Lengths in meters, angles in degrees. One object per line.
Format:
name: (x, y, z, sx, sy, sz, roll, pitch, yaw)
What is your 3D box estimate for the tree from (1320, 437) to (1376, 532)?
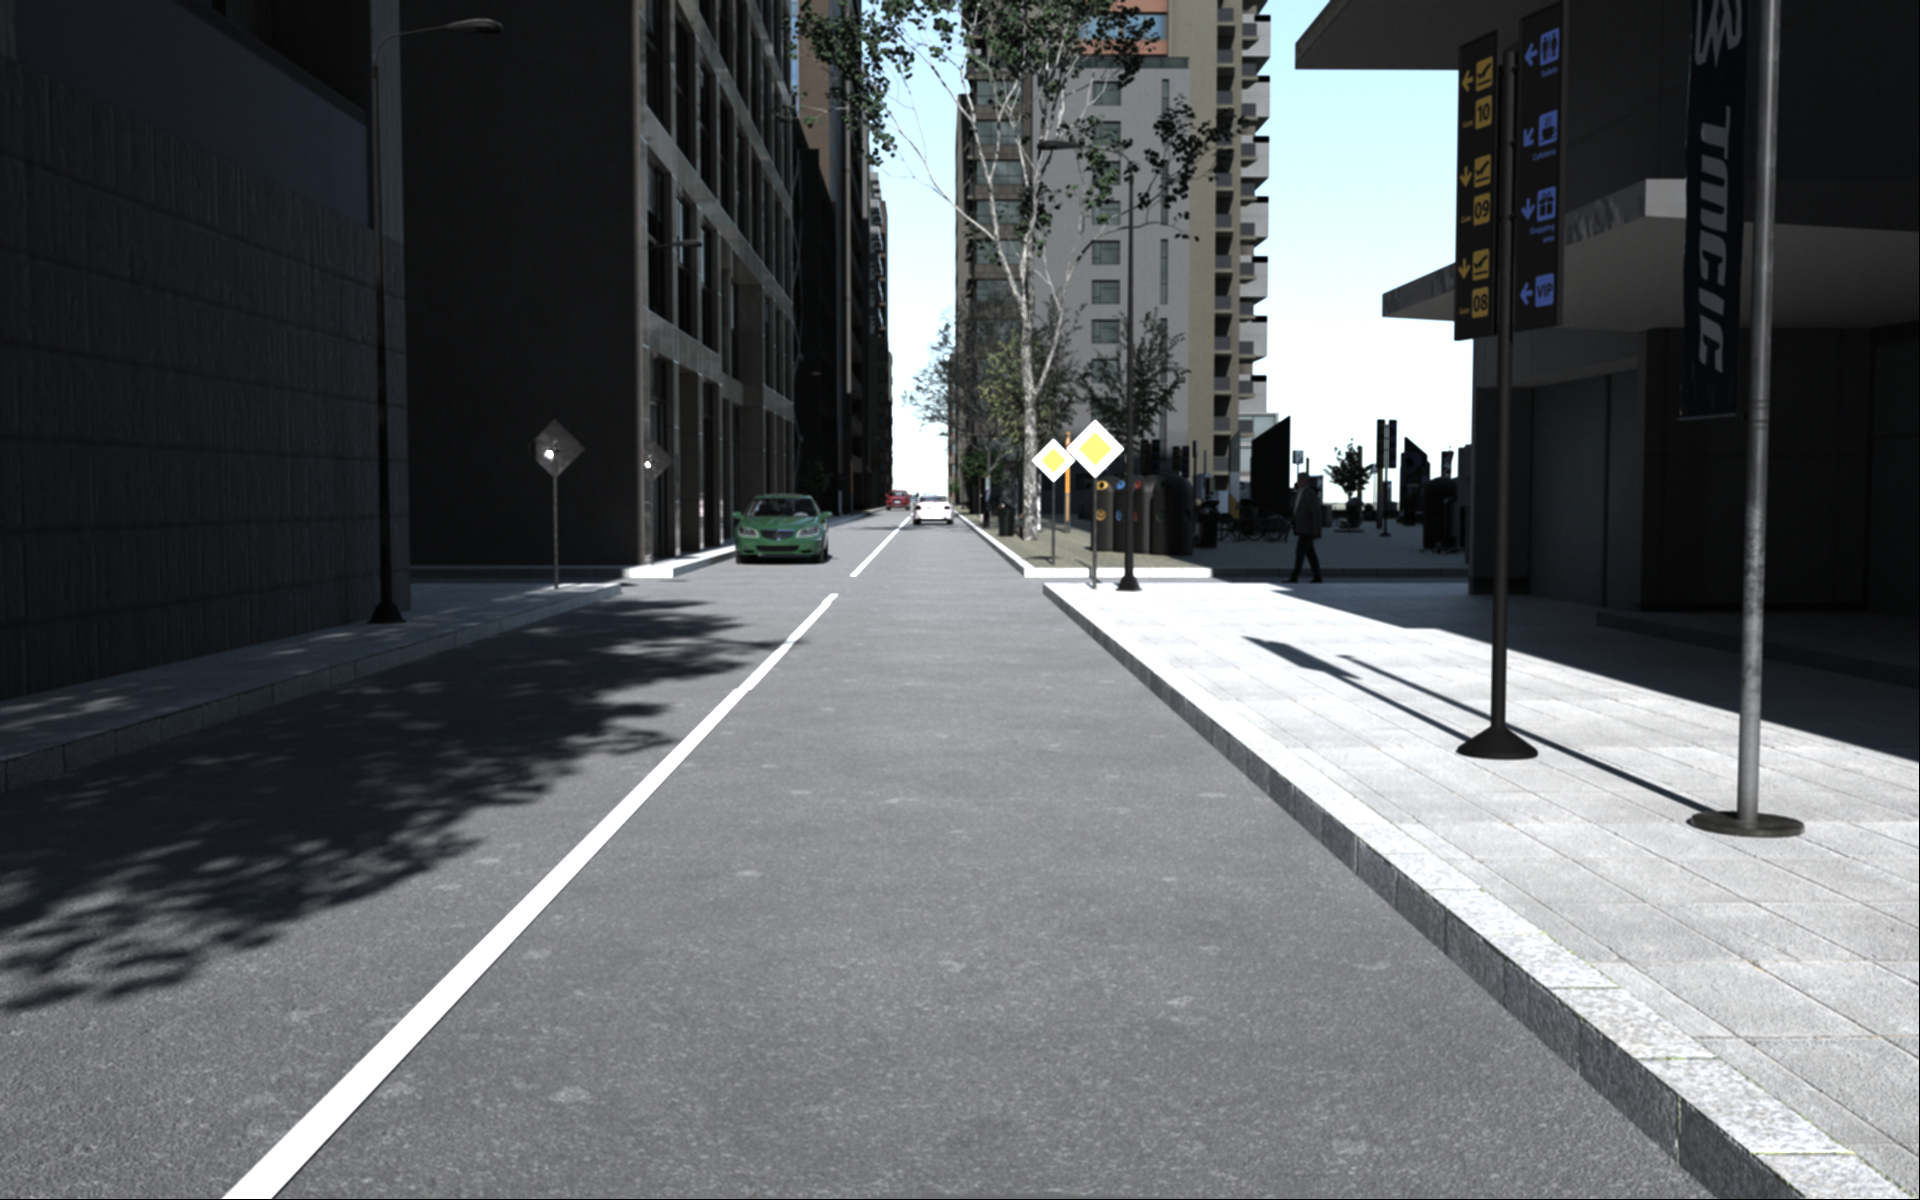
tree: (13.284, -3.911, 58.544, 1.663, 3.219, 1.824, 0, 3, 0)

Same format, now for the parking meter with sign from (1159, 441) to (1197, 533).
parking meter with sign: (6.888, -3.709, 56.904, 1.738, 3.016, 0.543, 1, 4, 14)

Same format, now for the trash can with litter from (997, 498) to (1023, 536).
trash can with litter: (1.650, -2.521, 52.611, 1.055, 1.170, 0.624, 1, 4, 8)

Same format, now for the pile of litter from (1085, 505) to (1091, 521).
pile of litter: (6.678, -4.234, 83.198, 1.176, 0.858, 1.719, -1, 4, -17)

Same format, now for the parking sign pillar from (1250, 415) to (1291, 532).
parking sign pillar: (10.579, -4.320, 59.102, 1.447, 3.967, 1.447, 0, 4, 3)

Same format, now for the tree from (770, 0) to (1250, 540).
tree: (1.186, -11.645, 46.291, 12.611, 20.169, 13.585, 0, 3, 0)

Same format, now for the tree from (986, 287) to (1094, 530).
tree: (2.836, -6.847, 62.315, 4.360, 8.622, 3.978, 0, 3, 0)

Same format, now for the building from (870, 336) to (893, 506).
building: (-22.078, -21.967, 204.206, 27.650, 21.520, 28.899, 0, 4, -1)

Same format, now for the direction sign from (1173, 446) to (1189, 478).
direction sign: (10.462, -5.512, 82.120, 0.876, 3.537, 0.379, 3, 4, 37)

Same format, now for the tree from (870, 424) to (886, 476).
tree: (-9.677, -14.189, 182.344, 4.737, 8.622, 4.395, 0, 3, 0)

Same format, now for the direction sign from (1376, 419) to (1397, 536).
direction sign: (12.935, -3.705, 52.567, 0.876, 3.537, 0.379, -2, 4, -35)

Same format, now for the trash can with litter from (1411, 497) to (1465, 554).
trash can with litter: (10.605, -1.653, 38.083, 1.678, 1.210, 2.233, 2, 4, 26)

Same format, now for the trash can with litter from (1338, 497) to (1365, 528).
trash can with litter: (14.690, -3.282, 65.044, 0.624, 1.170, 1.055, 3, 5, 45)

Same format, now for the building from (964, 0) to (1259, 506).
building: (11.503, -29.649, 139.382, 22.147, 44.769, 28.867, 0, 4, -1)

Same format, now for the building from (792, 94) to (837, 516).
building: (-13.363, -16.230, 95.040, 12.332, 23.373, 15.834, 0, 4, -1)

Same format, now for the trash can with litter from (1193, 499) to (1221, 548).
trash can with litter: (5.777, -1.851, 41.651, 0.624, 1.170, 1.055, -2, 4, -30)

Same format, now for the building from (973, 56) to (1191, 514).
building: (7.853, -21.199, 118.310, 14.160, 30.474, 14.107, 0, 4, -1)

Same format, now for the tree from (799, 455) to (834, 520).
tree: (-6.935, -5.523, 84.907, 1.663, 3.219, 1.824, 0, 3, 0)

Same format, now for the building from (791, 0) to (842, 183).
building: (-15.016, -28.327, 113.253, 14.600, 45.320, 14.200, 0, 4, -1)

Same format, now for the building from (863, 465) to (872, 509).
building: (-18.250, -43.681, 152.443, 20.563, 71.187, 20.611, 0, 4, -1)

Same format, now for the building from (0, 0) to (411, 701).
building: (-19.996, -28.786, 12.653, 28.212, 58.520, 21.231, 0, 4, -1)

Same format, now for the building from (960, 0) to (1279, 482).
building: (14.621, -35.417, 168.307, 28.713, 52.752, 27.495, 0, 4, -1)

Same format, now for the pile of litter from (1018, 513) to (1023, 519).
pile of litter: (3.343, -4.605, 89.255, 1.719, 0.858, 1.176, -2, 4, -34)

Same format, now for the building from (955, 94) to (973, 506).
building: (10.228, -35.330, 201.353, 21.300, 48.544, 21.600, 0, 4, -1)

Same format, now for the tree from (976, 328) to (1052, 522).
tree: (2.774, -7.808, 78.026, 4.737, 8.622, 4.395, 0, 3, 0)

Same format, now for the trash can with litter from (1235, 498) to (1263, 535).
trash can with litter: (9.117, -2.624, 54.289, 0.624, 1.170, 1.055, 3, 4, 39)

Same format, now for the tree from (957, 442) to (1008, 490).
tree: (1.466, -7.713, 109.824, 4.285, 4.588, 4.351, 0, 3, 0)

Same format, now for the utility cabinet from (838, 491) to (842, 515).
utility cabinet: (-7.490, -5.880, 104.819, 0.318, 1.500, 1.173, -2, 4, -26)

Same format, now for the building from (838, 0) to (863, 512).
building: (-18.505, -31.068, 131.661, 21.300, 48.544, 21.600, 0, 4, -1)

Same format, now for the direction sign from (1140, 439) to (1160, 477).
direction sign: (7.891, -4.892, 71.984, 0.876, 3.537, 0.379, 2, 4, 35)

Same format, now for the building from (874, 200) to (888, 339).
building: (-17.694, -37.086, 256.467, 14.600, 45.320, 14.200, 0, 4, -1)

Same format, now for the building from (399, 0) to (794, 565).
building: (-15.564, -14.850, 47.312, 19.350, 26.468, 34.151, 0, 4, -1)

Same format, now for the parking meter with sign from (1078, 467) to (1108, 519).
parking meter with sign: (6.766, -5.656, 88.742, 0.543, 3.016, 1.738, -3, 5, -41)

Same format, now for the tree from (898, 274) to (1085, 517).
tree: (1.710, -11.368, 96.231, 12.009, 13.543, 11.850, 0, 3, 0)

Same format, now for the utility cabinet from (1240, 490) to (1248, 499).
utility cabinet: (15.729, -5.478, 98.237, 1.173, 1.500, 0.318, -1, 4, -11)

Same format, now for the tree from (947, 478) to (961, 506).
tree: (-0.358, -11.970, 190.317, 1.663, 3.219, 1.824, 0, 3, 0)

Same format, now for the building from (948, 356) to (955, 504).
building: (12.325, -23.401, 227.641, 27.650, 21.520, 28.899, 0, 4, -1)

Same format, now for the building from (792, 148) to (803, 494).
building: (-15.203, -12.588, 73.272, 16.820, 18.784, 16.811, 0, 4, -1)

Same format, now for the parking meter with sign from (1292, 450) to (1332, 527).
parking meter with sign: (13.917, -4.401, 68.221, 0.543, 3.016, 1.738, -3, 4, -36)

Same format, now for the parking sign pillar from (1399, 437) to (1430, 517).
parking sign pillar: (21.107, -5.636, 80.614, 1.447, 3.967, 1.447, -2, 4, -34)

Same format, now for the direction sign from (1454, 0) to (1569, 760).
direction sign: (2.651, -1.005, 8.436, 0.379, 3.537, 0.876, -1, 4, -16)

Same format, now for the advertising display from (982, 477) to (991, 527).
advertising display: (1.023, -3.775, 66.932, 0.123, 1.923, 0.974, 1, 4, 13)

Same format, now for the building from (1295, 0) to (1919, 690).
building: (17.811, -25.651, 8.636, 28.713, 52.752, 27.495, 0, 4, -1)

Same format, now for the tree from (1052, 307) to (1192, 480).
tree: (6.846, -7.176, 67.692, 4.737, 8.622, 4.395, 0, 3, 0)

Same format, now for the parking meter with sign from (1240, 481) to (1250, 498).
parking meter with sign: (17.139, -6.564, 103.580, 1.738, 3.016, 0.543, -2, 4, -29)

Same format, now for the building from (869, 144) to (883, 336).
building: (-21.742, -37.516, 232.997, 23.786, 49.044, 30.456, 0, 4, -1)

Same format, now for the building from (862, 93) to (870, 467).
building: (-16.172, -29.831, 171.330, 14.154, 41.232, 14.086, 0, 4, -1)

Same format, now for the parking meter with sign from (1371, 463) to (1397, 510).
parking meter with sign: (24.043, -6.223, 98.012, 0.543, 3.016, 1.738, -2, 4, -30)
